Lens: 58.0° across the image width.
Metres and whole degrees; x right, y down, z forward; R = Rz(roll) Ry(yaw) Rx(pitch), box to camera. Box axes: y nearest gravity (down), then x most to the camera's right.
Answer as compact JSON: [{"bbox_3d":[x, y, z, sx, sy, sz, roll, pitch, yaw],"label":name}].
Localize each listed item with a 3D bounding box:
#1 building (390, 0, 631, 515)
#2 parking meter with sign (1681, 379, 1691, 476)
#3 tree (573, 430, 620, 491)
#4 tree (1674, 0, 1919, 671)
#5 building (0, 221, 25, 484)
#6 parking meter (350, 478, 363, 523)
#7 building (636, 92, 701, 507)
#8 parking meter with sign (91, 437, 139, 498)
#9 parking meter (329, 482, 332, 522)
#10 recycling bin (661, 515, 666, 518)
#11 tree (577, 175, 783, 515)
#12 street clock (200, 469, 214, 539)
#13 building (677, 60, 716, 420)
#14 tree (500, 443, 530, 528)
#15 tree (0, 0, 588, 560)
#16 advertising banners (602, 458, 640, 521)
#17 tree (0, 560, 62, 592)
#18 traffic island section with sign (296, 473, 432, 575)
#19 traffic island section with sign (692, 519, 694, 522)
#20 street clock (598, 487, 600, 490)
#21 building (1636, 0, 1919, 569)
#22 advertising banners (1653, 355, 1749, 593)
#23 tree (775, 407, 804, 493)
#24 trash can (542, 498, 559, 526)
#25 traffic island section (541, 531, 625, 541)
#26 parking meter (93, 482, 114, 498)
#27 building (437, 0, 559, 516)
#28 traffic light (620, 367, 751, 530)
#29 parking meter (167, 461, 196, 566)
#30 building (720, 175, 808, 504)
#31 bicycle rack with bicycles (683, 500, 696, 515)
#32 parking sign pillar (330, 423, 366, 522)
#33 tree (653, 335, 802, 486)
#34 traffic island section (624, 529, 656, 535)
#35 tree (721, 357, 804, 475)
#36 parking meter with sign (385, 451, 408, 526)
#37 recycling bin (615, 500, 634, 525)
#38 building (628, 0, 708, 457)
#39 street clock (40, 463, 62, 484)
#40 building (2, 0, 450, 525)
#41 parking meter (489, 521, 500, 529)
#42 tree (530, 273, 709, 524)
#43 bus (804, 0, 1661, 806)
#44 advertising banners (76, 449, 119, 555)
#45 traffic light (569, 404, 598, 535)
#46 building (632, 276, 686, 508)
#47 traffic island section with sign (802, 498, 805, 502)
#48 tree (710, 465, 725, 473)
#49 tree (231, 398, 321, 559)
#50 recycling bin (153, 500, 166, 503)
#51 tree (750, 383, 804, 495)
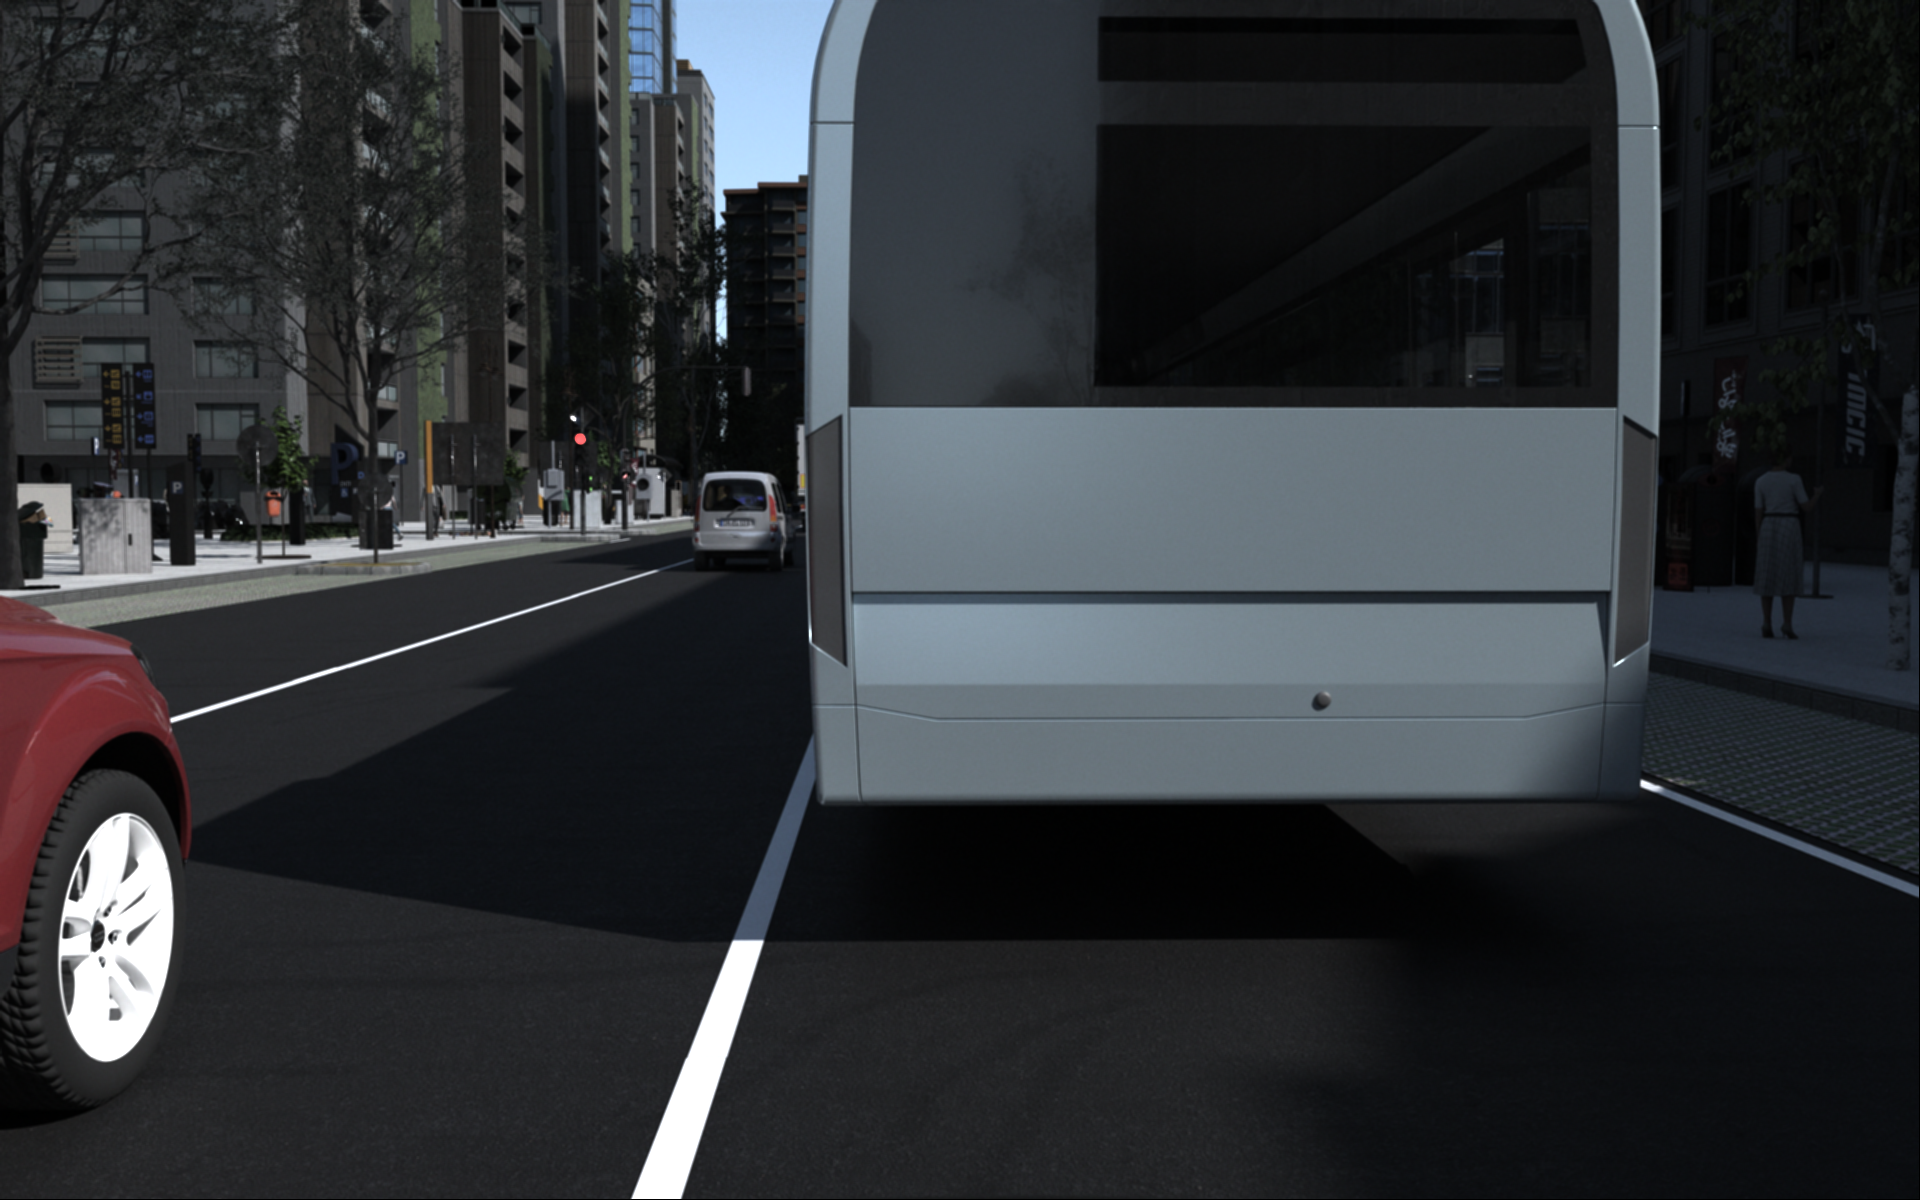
[{"bbox_3d":[-32.138,-27.129,127.156,14.154,41.232,14.086,0,4,-2],"label":"building"},{"bbox_3d":[10.306,-1.868,26.805,1.738,3.016,0.543,1,4,18],"label":"parking meter with sign"},{"bbox_3d":[-18.948,-6.427,88.787,4.285,4.588,4.351,0,3,0],"label":"tree"},{"bbox_3d":[7.020,-3.805,12.573,4.737,8.622,4.395,0,3,0],"label":"tree"},{"bbox_3d":[-48.208,-26.077,76.464,14.200,45.320,14.600,0,4,-2],"label":"building"},{"bbox_3d":[-22.343,-3.574,64.154,0.399,1.863,0.255,0,4,1],"label":"parking meter"},{"bbox_3d":[-33.654,-29.852,171.675,14.154,41.232,14.086,0,4,-2],"label":"building"},{"bbox_3d":[-25.712,-3.492,53.353,1.738,3.016,0.543,-1,4,-12],"label":"parking meter with sign"},{"bbox_3d":[-24.602,-3.823,68.211,0.399,1.863,0.255,-3,5,-41],"label":"parking meter"},{"bbox_3d":[-16.471,-4.994,94.199,0.722,1.027,0.722,1,4,10],"label":"recycling bin"},{"bbox_3d":[-17.100,-15.287,105.838,12.611,20.169,13.585,0,3,0],"label":"tree"},{"bbox_3d":[-21.548,-2.754,49.590,0.358,2.002,0.471,-3,5,-42],"label":"street clock"},{"bbox_3d":[-48.015,-42.578,238.144,28.212,58.520,21.231,0,4,-2],"label":"building"},{"bbox_3d":[-17.243,-4.384,66.277,1.663,3.219,1.824,0,3,0],"label":"tree"},{"bbox_3d":[-14.350,-8.033,41.707,12.009,13.543,11.850,0,3,0],"label":"tree"},{"bbox_3d":[-16.471,-5.357,83.772,2.074,3.025,0.090,-2,4,-28],"label":"advertising banners"},{"bbox_3d":[-12.682,-6.873,22.749,12.009,13.543,11.850,0,3,0],"label":"tree"},{"bbox_3d":[-10.701,-1.390,31.356,1.989,1.847,2.006,0,4,-2],"label":"traffic island section with sign"},{"bbox_3d":[-12.464,-4.834,87.661,1.989,1.847,2.006,0,4,-2],"label":"traffic island section with sign"},{"bbox_3d":[-24.716,-6.985,118.781,0.471,2.002,0.358,-2,4,-31],"label":"street clock"},{"bbox_3d":[21.587,-14.623,32.591,14.314,27.812,24.014,0,4,-2],"label":"building"},{"bbox_3d":[9.465,-1.627,22.789,0.090,3.025,2.074,-2,4,-25],"label":"advertising banners"},{"bbox_3d":[-18.842,-16.718,199.096,9.928,11.665,9.643,0,3,0],"label":"tree"},{"bbox_3d":[-16.478,-3.553,69.745,0.748,1.137,0.748,0,3,0],"label":"trash can"},{"bbox_3d":[-11.729,-1.931,53.846,2.009,0.180,2.903,0,4,-2],"label":"traffic island section"},{"bbox_3d":[-17.444,-1.645,35.305,0.372,1.533,0.369,0,3,0],"label":"parking meter"},{"bbox_3d":[-32.103,-20.159,101.305,14.160,30.474,14.107,0,4,-2],"label":"building"},{"bbox_3d":[-9.850,-5.329,61.794,4.771,5.953,1.251,0,4,-2],"label":"traffic light"},{"bbox_3d":[-13.963,-1.549,31.042,0.399,1.863,0.255,0,4,5],"label":"parking meter"},{"bbox_3d":[-19.522,-35.833,240.489,28.867,44.769,22.147,0,4,-2],"label":"building"},{"bbox_3d":[-16.646,-5.522,103.664,2.852,0.926,2.925,-3,4,-38],"label":"bicycle rack with bicycles"},{"bbox_3d":[-23.229,-4.724,65.711,1.447,3.967,1.447,2,4,23],"label":"parking sign pillar"},{"bbox_3d":[-17.227,-12.677,124.279,9.611,12.733,9.660,0,3,0],"label":"tree"},{"bbox_3d":[-11.979,-2.419,61.827,2.009,0.180,2.903,0,4,-2],"label":"traffic island section"},{"bbox_3d":[-17.097,-14.898,153.957,12.009,13.543,11.850,0,3,0],"label":"tree"},{"bbox_3d":[-22.691,-4.438,68.828,0.543,3.016,1.738,1,4,18],"label":"parking meter with sign"},{"bbox_3d":[-14.169,-3.703,73.094,0.722,1.027,0.722,-1,4,-17],"label":"recycling bin"},{"bbox_3d":[-43.624,-53.705,190.753,31.000,86.520,22.319,0,4,-2],"label":"building"},{"bbox_3d":[-20.988,-2.170,40.047,0.471,2.002,0.358,2,4,26],"label":"street clock"},{"bbox_3d":[-31.538,-23.980,75.675,14.154,41.232,14.086,0,4,-2],"label":"building"},{"bbox_3d":[-16.975,-3.344,63.093,0.372,1.533,0.369,0,3,0],"label":"parking meter"},{"bbox_3d":[-14.615,-8.475,72.973,7.601,10.594,8.767,1,4,16],"label":"tree"},{"bbox_3d":[0.687,-1.034,11.767,2.948,3.499,13.247,0,4,-1],"label":"bus"},{"bbox_3d":[-16.689,-2.286,33.564,2.074,3.025,0.090,3,5,43],"label":"advertising banners"},{"bbox_3d":[-11.689,-3.963,53.713,0.839,4.253,0.868,0,4,-2],"label":"traffic light"},{"bbox_3d":[-39.595,-18.691,150.629,27.650,21.520,28.899,0,4,-2],"label":"building"},{"bbox_3d":[-14.826,-9.475,163.547,1.989,1.847,2.006,0,4,-2],"label":"traffic island section with sign"},{"bbox_3d":[-16.361,-7.416,115.848,1.663,3.219,1.824,0,3,0],"label":"tree"},{"bbox_3d":[-13.436,-2.445,34.583,1.663,3.219,1.824,0,3,0],"label":"tree"},{"bbox_3d":[-31.235,-3.397,68.090,0.722,1.027,0.722,0,4,5],"label":"recycling bin"},{"bbox_3d":[-18.262,-15.840,177.108,7.486,12.596,7.792,0,3,0],"label":"tree"}]
